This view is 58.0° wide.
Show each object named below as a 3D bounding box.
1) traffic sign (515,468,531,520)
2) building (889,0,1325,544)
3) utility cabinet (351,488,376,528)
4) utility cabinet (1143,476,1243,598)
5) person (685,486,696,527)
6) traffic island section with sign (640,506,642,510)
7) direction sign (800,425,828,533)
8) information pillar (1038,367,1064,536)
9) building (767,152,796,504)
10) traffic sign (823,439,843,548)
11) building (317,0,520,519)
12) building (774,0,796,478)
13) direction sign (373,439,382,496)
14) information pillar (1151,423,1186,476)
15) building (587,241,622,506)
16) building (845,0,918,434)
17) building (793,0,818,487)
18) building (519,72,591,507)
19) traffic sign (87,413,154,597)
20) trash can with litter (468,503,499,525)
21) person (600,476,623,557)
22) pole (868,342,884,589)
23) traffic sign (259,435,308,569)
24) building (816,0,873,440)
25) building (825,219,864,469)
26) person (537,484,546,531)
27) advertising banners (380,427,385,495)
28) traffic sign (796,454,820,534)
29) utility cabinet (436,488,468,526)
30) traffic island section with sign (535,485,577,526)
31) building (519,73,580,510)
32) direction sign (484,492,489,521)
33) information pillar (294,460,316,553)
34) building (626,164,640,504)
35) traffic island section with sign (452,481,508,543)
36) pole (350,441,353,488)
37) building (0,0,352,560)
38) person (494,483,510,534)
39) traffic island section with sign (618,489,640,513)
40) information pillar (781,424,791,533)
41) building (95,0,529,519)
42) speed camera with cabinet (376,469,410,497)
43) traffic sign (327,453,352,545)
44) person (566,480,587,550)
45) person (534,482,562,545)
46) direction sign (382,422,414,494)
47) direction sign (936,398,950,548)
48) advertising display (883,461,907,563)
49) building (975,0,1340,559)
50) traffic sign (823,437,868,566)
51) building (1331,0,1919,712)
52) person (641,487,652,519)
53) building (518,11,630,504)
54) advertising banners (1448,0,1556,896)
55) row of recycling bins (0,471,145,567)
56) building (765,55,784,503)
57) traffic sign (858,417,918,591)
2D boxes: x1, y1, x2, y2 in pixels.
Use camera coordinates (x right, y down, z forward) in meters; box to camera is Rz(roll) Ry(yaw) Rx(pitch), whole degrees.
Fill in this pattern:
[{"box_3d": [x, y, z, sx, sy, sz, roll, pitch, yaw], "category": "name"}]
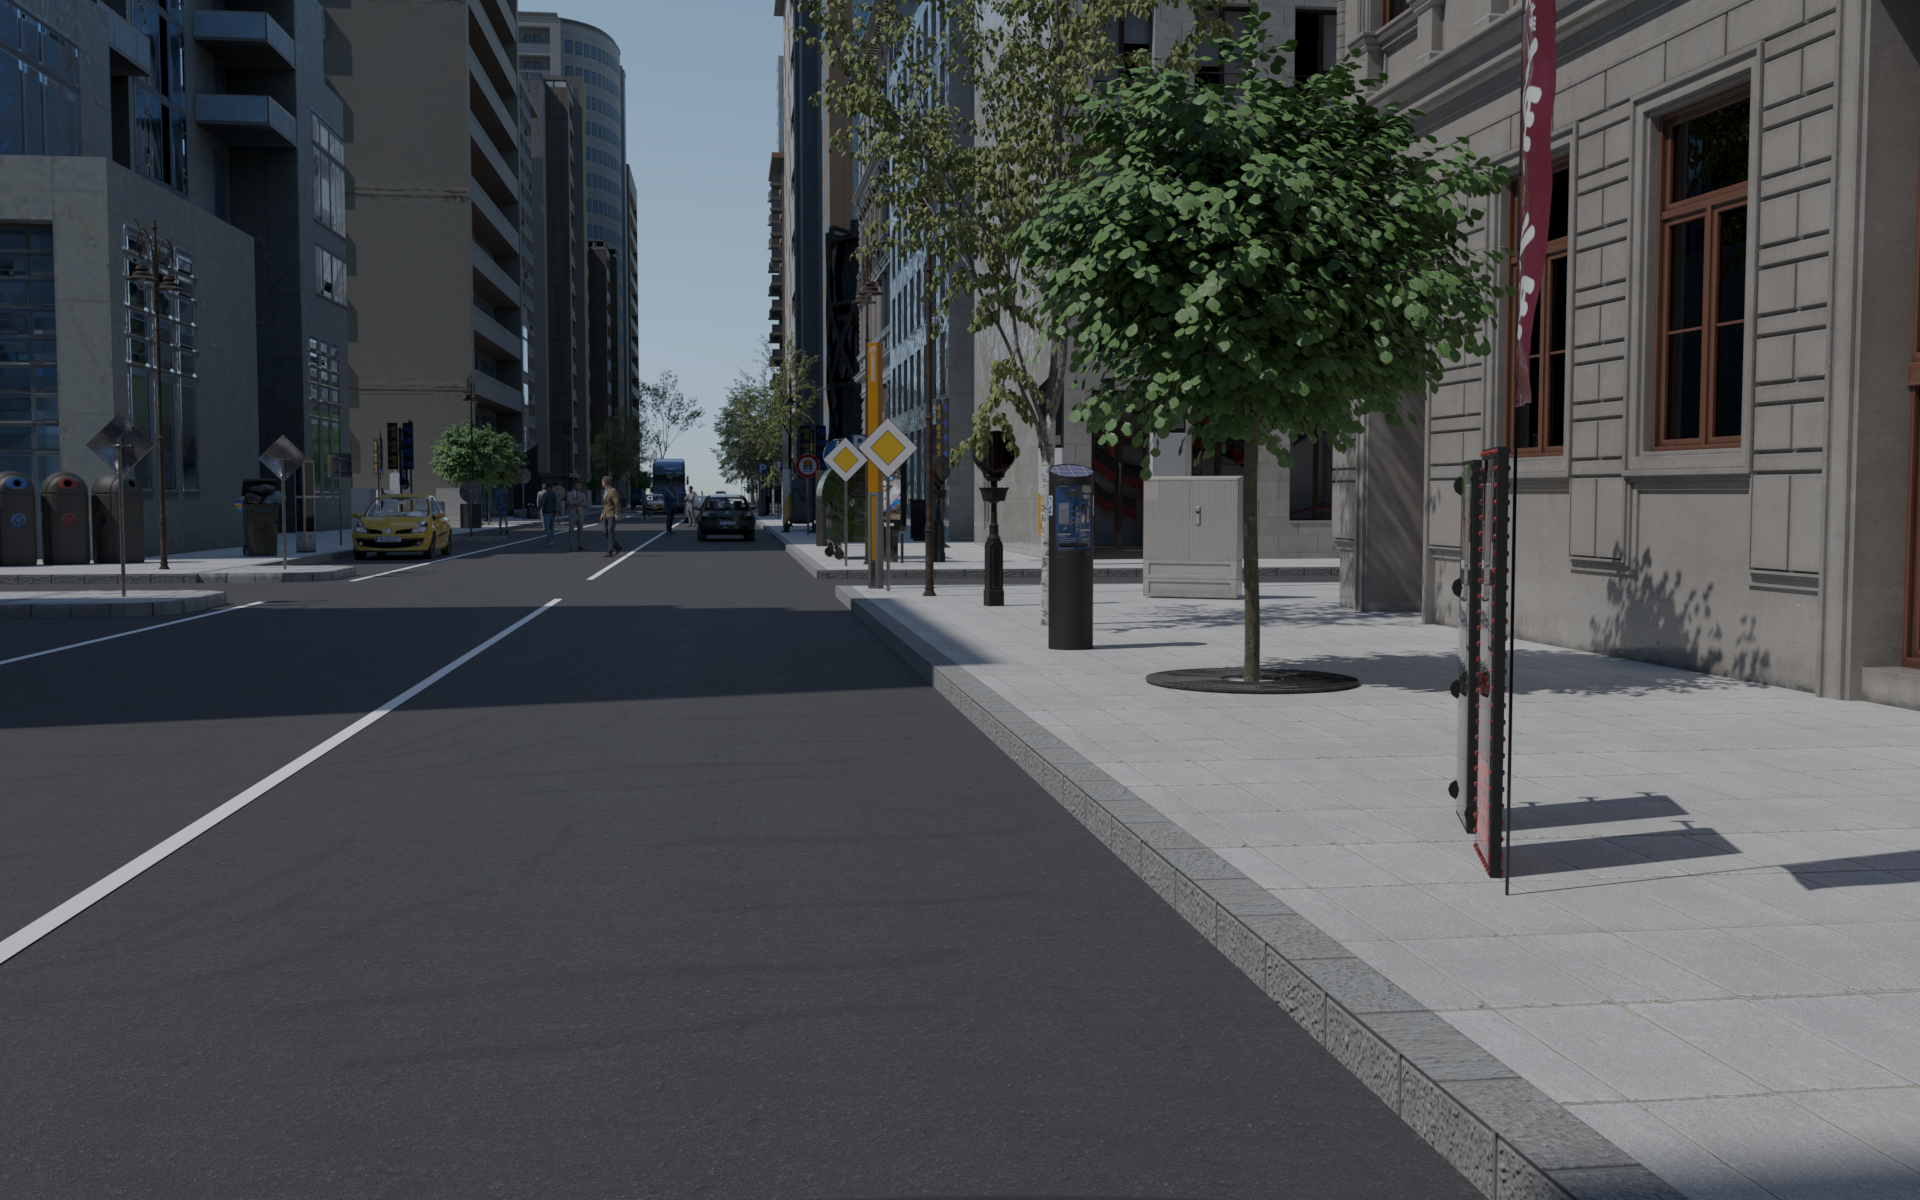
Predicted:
[{"box_3d": [-21.479, -5.201, 85.148, 0.768, 2.556, 0.104, 0, 4, -2], "category": "traffic sign"}, {"box_3d": [3.714, -12.292, 55.718, 10.420, 20.320, 16.860, 0, 4, -8], "category": "building"}, {"box_3d": [-22.444, -3.452, 65.123, 1.173, 1.500, 0.318, 2, 4, 30], "category": "utility cabinet"}, {"box_3d": [2.855, -0.769, 21.258, 1.173, 1.500, 0.318, 1, 4, 22], "category": "utility cabinet"}, {"box_3d": [-11.865, -4.117, 75.990, 0.511, 1.800, 0.466, 2, 4, 31], "category": "person"}, {"box_3d": [-28.619, -8.973, 155.340, 1.989, 1.847, 2.006, 0, 4, -8], "category": "traffic island section with sign"}, {"box_3d": [-4.833, -3.978, 57.045, 0.876, 3.537, 0.379, -1, 4, -16], "category": "direction sign"}, {"box_3d": [1.656, -2.439, 31.240, 0.504, 3.616, 0.183, 2, 4, 28], "category": "information pillar"}, {"box_3d": [-13.085, -34.566, 219.784, 22.147, 44.769, 28.867, 0, 4, -8], "category": "building"}, {"box_3d": [-2.763, -2.433, 39.890, 0.768, 2.556, 0.104, 0, 4, -7], "category": "traffic sign"}, {"box_3d": [-34.547, -28.398, 88.011, 21.300, 48.544, 21.600, 0, 4, -8], "category": "building"}, {"box_3d": [-2.831, -35.238, 165.376, 28.713, 52.752, 27.495, 0, 4, -8], "category": "building"}, {"box_3d": [-23.827, -4.831, 70.981, 0.379, 3.537, 0.876, -3, 5, -41], "category": "direction sign"}, {"box_3d": [2.833, -1.964, 23.474, 0.504, 3.616, 0.183, -1, 4, -13], "category": "information pillar"}, {"box_3d": [-45.730, -25.883, 194.895, 14.160, 30.474, 14.107, 0, 4, -8], "category": "building"}, {"box_3d": [1.231, -15.007, 74.238, 11.050, 23.489, 19.941, 0, 4, -8], "category": "building"}, {"box_3d": [-2.547, -36.370, 136.646, 21.231, 58.520, 28.212, 0, 4, -8], "category": "building"}, {"box_3d": [-42.763, -29.360, 163.624, 14.154, 41.232, 14.086, 0, 4, -8], "category": "building"}, {"box_3d": [-10.409, -1.093, 21.506, 0.795, 2.450, 0.064, 0, 4, -8], "category": "traffic sign"}, {"box_3d": [-19.892, -3.642, 70.600, 2.233, 1.210, 1.678, -1, 4, -12], "category": "trash can with litter"}, {"box_3d": [-8.012, -1.913, 39.681, 0.656, 1.842, 0.836, 1, 4, 20], "category": "person"}, {"box_3d": [-1.142, -1.809, 23.425, 0.158, 3.312, 0.155, 0, 3, 0], "category": "pole"}, {"box_3d": [-11.484, -1.577, 29.418, 0.795, 2.450, 0.064, 0, 4, -8], "category": "traffic sign"}, {"box_3d": [-2.246, -28.478, 115.729, 14.600, 45.320, 14.200, 0, 4, -8], "category": "building"}, {"box_3d": [0.750, -14.131, 98.498, 16.820, 18.784, 16.811, 0, 4, -8], "category": "building"}, {"box_3d": [-16.250, -3.628, 67.917, 0.635, 1.810, 0.391, -1, 4, -22], "category": "person"}, {"box_3d": [-15.341, -3.045, 45.972, 0.090, 3.025, 2.074, -1, 4, -17], "category": "advertising banners"}, {"box_3d": [-4.817, -3.352, 54.903, 0.768, 2.556, 0.104, 0, 4, -2], "category": "traffic sign"}, {"box_3d": [-19.948, -3.631, 68.050, 1.173, 1.500, 0.318, 0, 3, 0], "category": "utility cabinet"}, {"box_3d": [-18.204, -4.279, 78.582, 1.989, 1.847, 2.006, 0, 4, -8], "category": "traffic island section with sign"}, {"box_3d": [-48.594, -27.625, 143.543, 32.217, 40.220, 23.993, 0, 4, -8], "category": "building"}, {"box_3d": [-22.185, -5.457, 81.216, 0.379, 3.537, 0.876, 3, 5, 39], "category": "direction sign"}, {"box_3d": [-14.344, -2.045, 37.934, 0.304, 2.012, 0.304, 2, 4, 31], "category": "information pillar"}, {"box_3d": [-55.865, -37.692, 239.971, 21.300, 48.544, 21.600, 0, 4, -8], "category": "building"}, {"box_3d": [-14.472, -2.606, 51.240, 1.989, 1.847, 2.006, 0, 4, -8], "category": "traffic island section with sign"}, {"box_3d": [-23.238, -4.414, 66.019, 0.158, 3.312, 0.155, 0, 3, 0], "category": "pole"}, {"box_3d": [-29.442, -44.774, 44.726, 22.319, 86.520, 31.000, 0, 4, -8], "category": "building"}, {"box_3d": [-16.358, -3.263, 61.875, 0.581, 1.822, 0.654, -2, 4, -24], "category": "person"}, {"box_3d": [-24.959, -7.321, 128.325, 1.989, 1.847, 2.006, 0, 4, -8], "category": "traffic island section with sign"}, {"box_3d": [-5.779, -4.056, 57.668, 0.183, 3.616, 0.504, -2, 4, -31], "category": "information pillar"}, {"box_3d": [-40.360, -49.077, 115.088, 22.319, 86.520, 31.000, 0, 4, -8], "category": "building"}, {"box_3d": [-24.360, -4.867, 73.917, 0.660, 3.252, 2.038, 1, 4, 22], "category": "speed camera with cabinet"}, {"box_3d": [-15.498, -2.518, 43.304, 0.606, 2.300, 0.079, 0, 4, -3], "category": "traffic sign"}, {"box_3d": [-9.769, -2.174, 44.219, 0.466, 1.800, 0.511, 3, 5, 42], "category": "person"}, {"box_3d": [-11.496, -2.425, 48.493, 0.721, 1.781, 0.623, 2, 4, 29], "category": "person"}, {"box_3d": [-17.722, -3.848, 54.914, 0.876, 3.537, 0.379, 1, 4, 10], "category": "direction sign"}, {"box_3d": [-0.421, -3.019, 41.352, 0.379, 3.537, 0.876, -1, 4, -19], "category": "direction sign"}, {"box_3d": [-1.300, -1.672, 32.543, 0.123, 1.923, 0.974, -2, 4, -32], "category": "advertising display"}, {"box_3d": [9.398, -11.289, 39.328, 16.860, 20.320, 10.420, 0, 4, -8], "category": "building"}, {"box_3d": [-2.024, -1.654, 30.679, 0.795, 2.450, 0.064, 0, 4, -8], "category": "traffic sign"}, {"box_3d": [10.534, -10.636, 10.056, 11.583, 22.565, 21.152, 0, 4, -8], "category": "building"}, {"box_3d": [-17.807, -5.480, 98.121, 0.620, 1.820, 0.660, -1, 4, -22], "category": "person"}, {"box_3d": [-52.588, -41.130, 214.468, 21.231, 58.520, 28.212, 0, 4, -8], "category": "building"}, {"box_3d": [1.839, -0.597, 5.950, 0.090, 3.025, 2.074, 1, 4, 11], "category": "advertising banners"}, {"box_3d": [-16.648, -1.476, 31.251, 3.534, 1.692, 1.069, -3, 5, -45], "category": "row of recycling bins"}, {"box_3d": [-17.114, -57.214, 248.116, 22.319, 86.520, 31.000, 0, 4, -8], "category": "building"}, {"box_3d": [-0.948, -1.170, 22.766, 0.795, 2.450, 0.064, 0, 4, -8], "category": "traffic sign"}]
